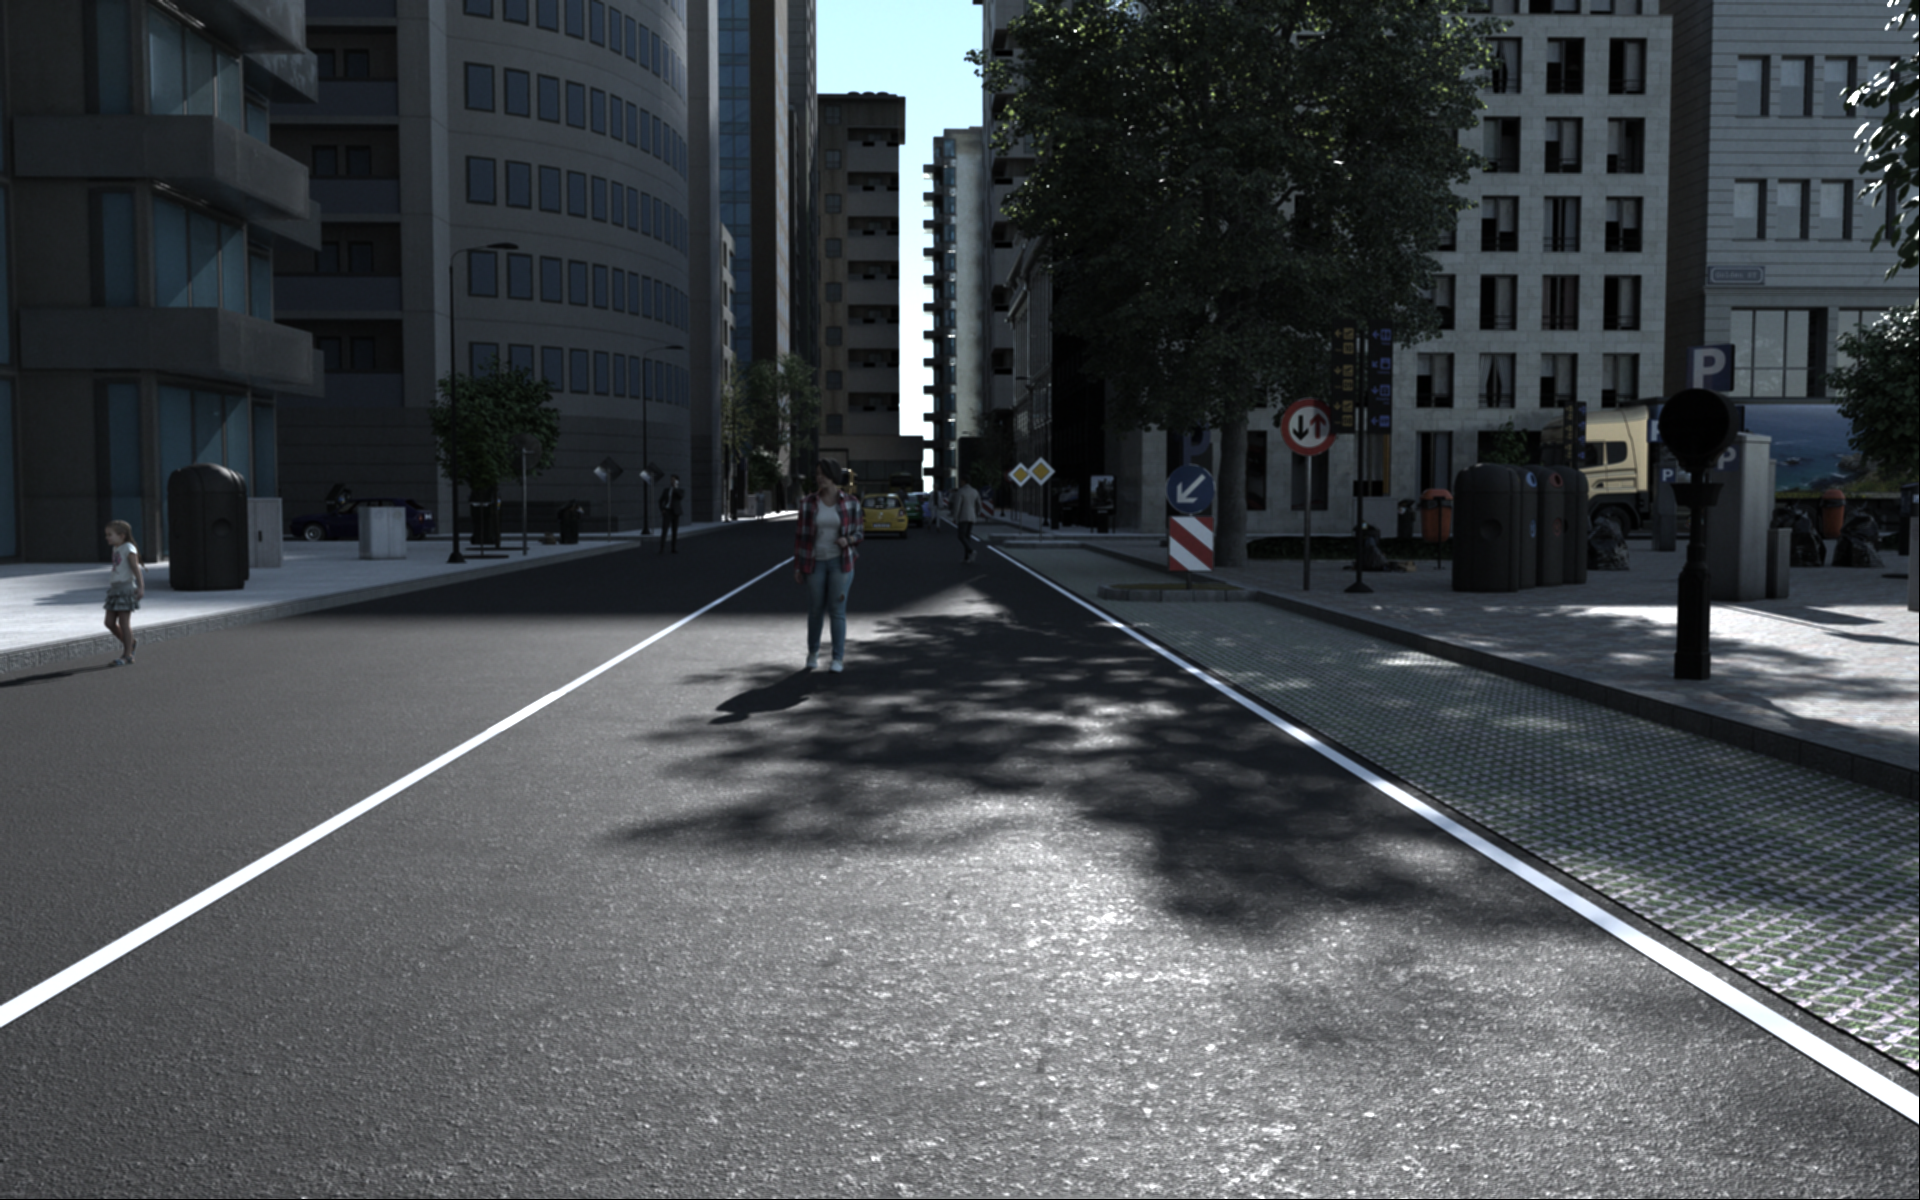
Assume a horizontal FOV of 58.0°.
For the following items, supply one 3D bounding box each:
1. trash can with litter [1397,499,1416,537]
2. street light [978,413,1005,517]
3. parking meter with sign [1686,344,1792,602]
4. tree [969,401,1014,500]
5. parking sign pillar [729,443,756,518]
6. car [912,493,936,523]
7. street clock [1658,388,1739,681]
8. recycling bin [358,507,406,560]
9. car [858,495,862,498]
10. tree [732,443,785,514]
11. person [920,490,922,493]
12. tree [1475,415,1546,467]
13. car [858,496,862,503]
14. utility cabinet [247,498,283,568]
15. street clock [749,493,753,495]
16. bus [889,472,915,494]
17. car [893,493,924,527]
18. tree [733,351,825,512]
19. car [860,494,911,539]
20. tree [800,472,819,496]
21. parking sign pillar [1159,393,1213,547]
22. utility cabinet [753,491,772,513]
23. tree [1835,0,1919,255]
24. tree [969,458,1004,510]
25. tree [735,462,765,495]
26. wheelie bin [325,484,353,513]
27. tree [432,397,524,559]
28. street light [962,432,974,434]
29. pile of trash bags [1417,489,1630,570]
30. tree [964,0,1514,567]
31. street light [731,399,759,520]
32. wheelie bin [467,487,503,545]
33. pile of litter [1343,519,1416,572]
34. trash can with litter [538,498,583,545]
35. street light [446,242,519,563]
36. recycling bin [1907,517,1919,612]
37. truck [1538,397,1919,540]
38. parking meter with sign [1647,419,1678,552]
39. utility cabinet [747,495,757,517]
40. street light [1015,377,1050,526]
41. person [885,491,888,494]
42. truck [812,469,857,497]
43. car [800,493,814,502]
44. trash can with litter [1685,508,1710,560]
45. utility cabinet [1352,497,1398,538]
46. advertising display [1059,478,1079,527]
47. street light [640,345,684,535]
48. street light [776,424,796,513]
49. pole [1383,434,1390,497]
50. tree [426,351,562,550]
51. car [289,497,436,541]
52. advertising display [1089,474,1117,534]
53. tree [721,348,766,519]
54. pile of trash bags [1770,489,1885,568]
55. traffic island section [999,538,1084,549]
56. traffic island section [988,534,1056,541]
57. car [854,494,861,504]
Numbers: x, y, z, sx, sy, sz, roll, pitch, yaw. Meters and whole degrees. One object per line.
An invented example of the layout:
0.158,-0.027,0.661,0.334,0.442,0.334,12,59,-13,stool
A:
10.858,-1.945,43.193,0.624,1.170,1.055,-2,4,-28,trash can with litter
1.896,-7.734,98.993,1.470,5.913,1.316,0,4,-2,street light
9.427,-1.505,20.868,1.738,3.016,0.543,-3,4,-39,parking meter with sign
2.486,-11.336,135.702,4.360,8.622,3.978,0,3,0,tree
-11.649,-6.372,92.662,1.447,3.967,1.447,0,4,1,parking sign pillar
-2.007,-4.687,86.216,1.945,1.707,3.694,0,4,-2,car
5.089,-0.453,11.979,0.471,2.002,0.358,3,5,40,street clock
-11.384,-1.320,34.128,0.722,1.027,0.722,-3,4,-37,recycling bin
-11.314,-11.511,200.776,1.945,1.354,3.894,0,4,0,car
-12.916,-7.789,111.070,4.285,4.588,4.351,0,3,0,tree
-3.897,-10.197,175.088,0.709,1.838,0.599,1,4,14,person
13.385,-2.893,41.895,1.663,3.219,1.824,0,3,0,tree
-9.702,-10.498,181.873,2.015,1.641,3.980,0,4,-3,car
-12.331,-1.157,30.086,1.020,1.237,0.306,-1,4,-10,utility cabinet
-13.893,-6.780,115.420,0.471,2.002,0.358,-1,4,-17,street clock
-6.422,-12.206,191.114,2.896,3.916,12.252,0,4,-1,bus
-2.520,-4.091,75.680,1.959,1.807,4.718,0,4,-2,car
-13.300,-12.164,124.642,9.928,11.665,9.643,0,3,0,tree
-2.601,-2.860,56.978,2.015,1.641,3.980,0,4,-3,car
-13.142,-9.555,150.830,1.663,3.219,1.824,0,3,0,tree
5.583,-3.279,42.085,1.447,3.967,1.447,-3,5,-45,parking sign pillar
-13.091,-6.490,114.796,1.173,1.500,0.318,-2,4,-26,utility cabinet
5.666,-1.456,7.518,4.285,4.588,4.351,0,3,0,tree
2.169,-9.752,143.154,4.285,4.588,4.351,0,3,0,tree
-12.344,-6.578,102.153,1.663,3.219,1.824,0,3,0,tree
-19.093,-2.778,53.336,0.980,1.594,0.693,3,5,42,wheelie bin
-9.727,-2.450,34.665,1.663,3.219,1.824,0,3,0,tree
0.846,-9.590,129.332,1.470,5.913,1.316,0,4,-2,street light
9.616,-1.230,29.865,3.447,1.369,1.912,0,3,0,pile of trash bags
4.796,-7.573,30.481,9.857,13.997,8.962,0,3,0,tree
-10.487,-6.849,84.514,1.470,5.913,1.316,0,4,-2,street light
-12.071,-2.211,44.056,0.980,1.594,0.693,1,4,12,wheelie bin
7.085,-0.931,29.195,1.176,0.858,1.719,0,4,6,pile of litter
-10.172,-2.002,44.122,1.055,1.170,0.624,-2,4,-33,trash can with litter
-8.840,-3.642,32.090,1.470,5.913,1.316,0,4,-2,street light
10.780,-0.376,18.708,0.722,1.027,0.722,0,4,2,recycling bin
22.271,-3.808,51.167,11.283,4.237,2.839,0,4,-1,truck
16.010,-2.638,39.387,0.543,3.016,1.738,1,4,13,parking meter with sign
-12.056,-5.351,98.647,1.020,1.237,0.306,-3,5,-41,utility cabinet
2.870,-5.878,68.651,1.470,5.913,1.316,0,4,-2,street light
-6.888,-9.185,159.195,0.721,1.766,1.217,-2,4,-24,person
-9.644,-8.591,136.388,3.469,3.379,9.791,0,4,-1,truck
-7.658,-5.228,94.522,2.155,1.783,4.494,0,4,-4,car
10.914,-0.856,25.382,0.624,1.170,1.055,1,4,18,trash can with litter
9.637,-1.778,40.225,1.020,1.237,0.306,1,4,14,utility cabinet
4.213,-3.854,68.227,0.974,1.923,0.123,0,4,-8,advertising display
-9.313,-4.993,54.179,1.470,5.913,1.316,0,4,-2,street light
-11.547,-8.704,114.853,1.470,5.913,1.316,0,4,-2,street light
13.624,-3.765,55.398,0.158,3.312,0.155,0,3,0,pole
-10.689,-3.444,40.016,4.285,4.588,4.351,0,3,0,tree
-17.484,-2.334,50.748,3.894,1.354,1.945,0,4,-3,car
4.660,-3.135,56.472,0.974,1.923,0.123,3,4,38,advertising display
-11.874,-8.396,87.629,4.360,8.622,3.978,0,3,0,tree
15.899,-1.344,31.724,1.912,1.369,3.447,2,4,29,pile of trash bags
2.186,-1.478,46.443,2.009,0.180,2.903,0,4,-2,traffic island section
1.923,-1.966,54.424,2.009,0.180,2.903,0,4,-2,traffic island section
-12.186,-11.426,196.604,2.009,1.686,4.222,0,4,-2,car
